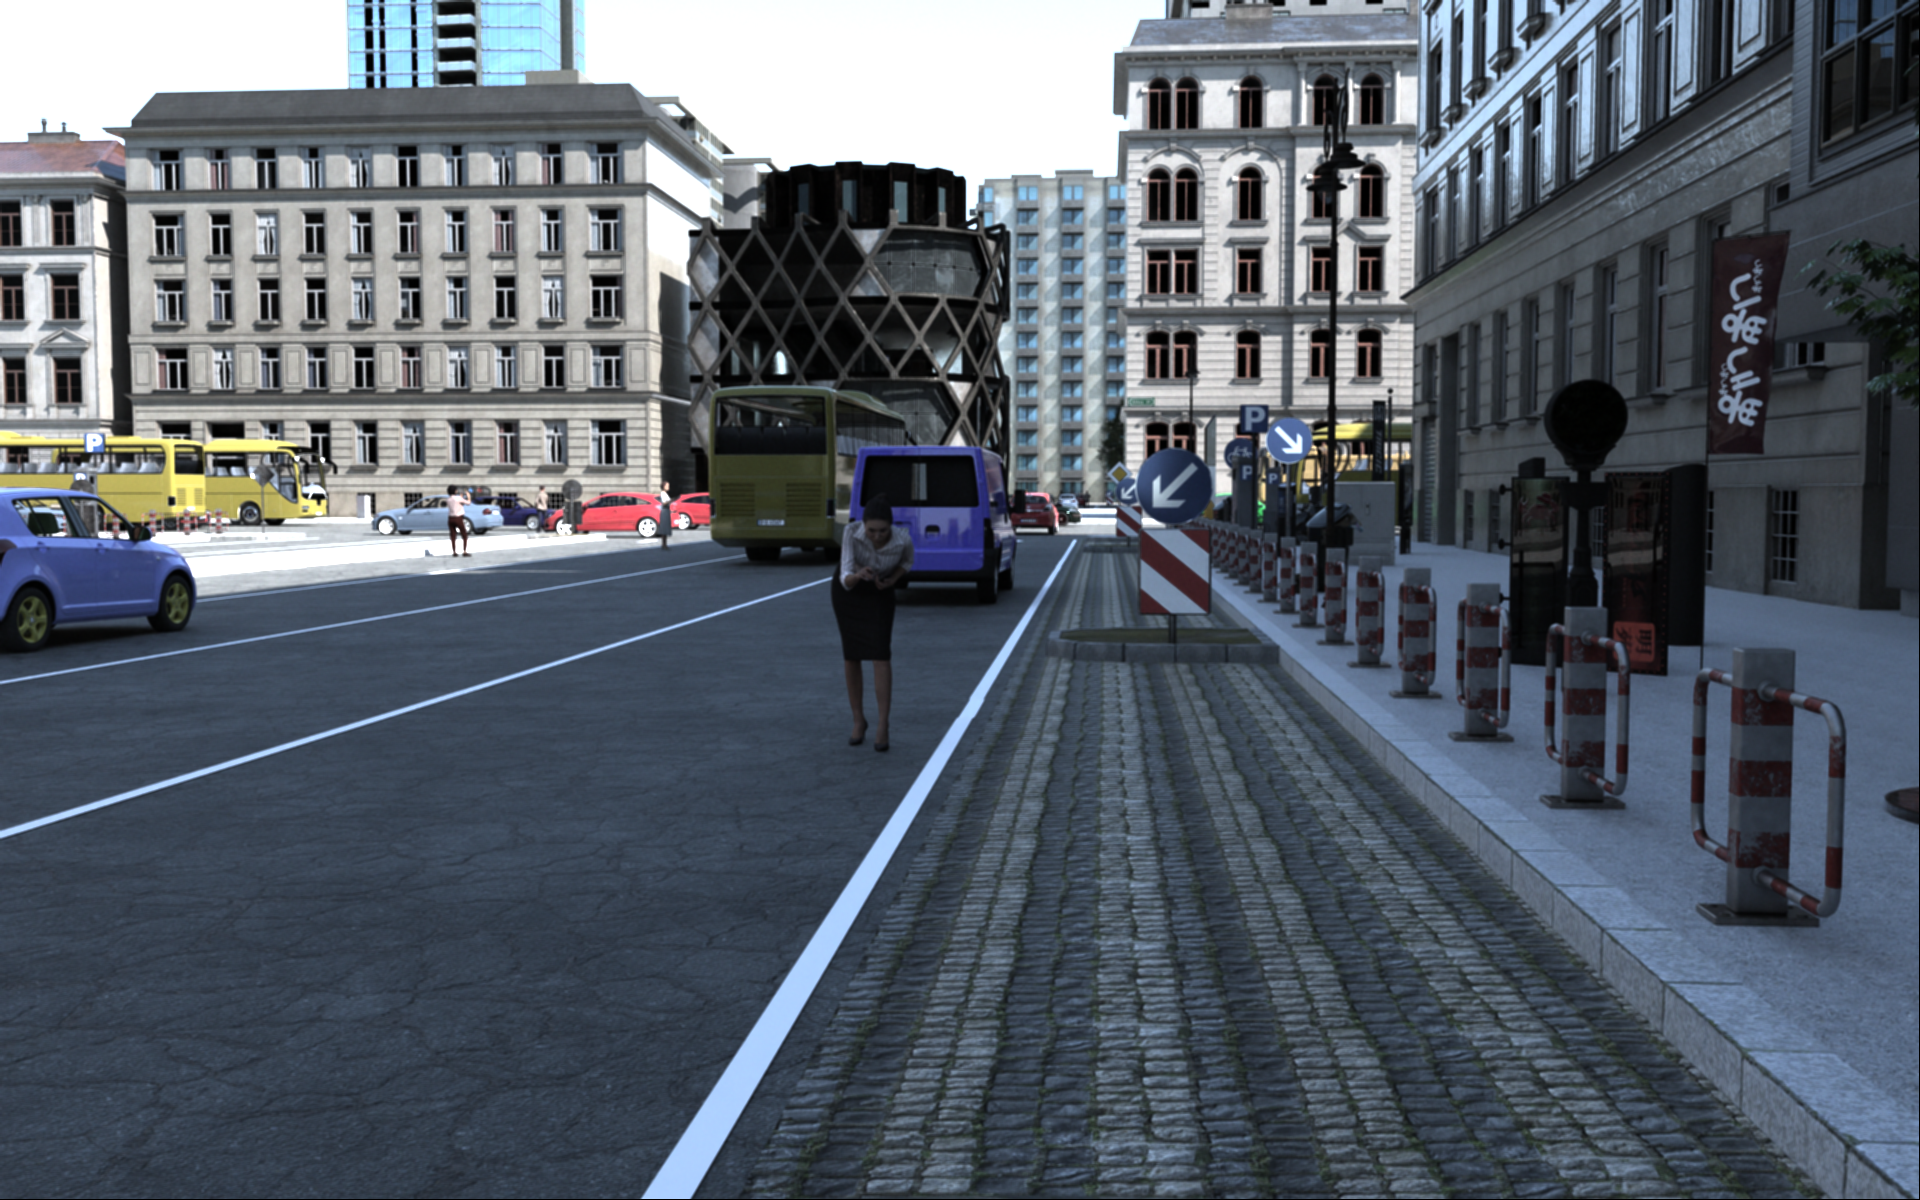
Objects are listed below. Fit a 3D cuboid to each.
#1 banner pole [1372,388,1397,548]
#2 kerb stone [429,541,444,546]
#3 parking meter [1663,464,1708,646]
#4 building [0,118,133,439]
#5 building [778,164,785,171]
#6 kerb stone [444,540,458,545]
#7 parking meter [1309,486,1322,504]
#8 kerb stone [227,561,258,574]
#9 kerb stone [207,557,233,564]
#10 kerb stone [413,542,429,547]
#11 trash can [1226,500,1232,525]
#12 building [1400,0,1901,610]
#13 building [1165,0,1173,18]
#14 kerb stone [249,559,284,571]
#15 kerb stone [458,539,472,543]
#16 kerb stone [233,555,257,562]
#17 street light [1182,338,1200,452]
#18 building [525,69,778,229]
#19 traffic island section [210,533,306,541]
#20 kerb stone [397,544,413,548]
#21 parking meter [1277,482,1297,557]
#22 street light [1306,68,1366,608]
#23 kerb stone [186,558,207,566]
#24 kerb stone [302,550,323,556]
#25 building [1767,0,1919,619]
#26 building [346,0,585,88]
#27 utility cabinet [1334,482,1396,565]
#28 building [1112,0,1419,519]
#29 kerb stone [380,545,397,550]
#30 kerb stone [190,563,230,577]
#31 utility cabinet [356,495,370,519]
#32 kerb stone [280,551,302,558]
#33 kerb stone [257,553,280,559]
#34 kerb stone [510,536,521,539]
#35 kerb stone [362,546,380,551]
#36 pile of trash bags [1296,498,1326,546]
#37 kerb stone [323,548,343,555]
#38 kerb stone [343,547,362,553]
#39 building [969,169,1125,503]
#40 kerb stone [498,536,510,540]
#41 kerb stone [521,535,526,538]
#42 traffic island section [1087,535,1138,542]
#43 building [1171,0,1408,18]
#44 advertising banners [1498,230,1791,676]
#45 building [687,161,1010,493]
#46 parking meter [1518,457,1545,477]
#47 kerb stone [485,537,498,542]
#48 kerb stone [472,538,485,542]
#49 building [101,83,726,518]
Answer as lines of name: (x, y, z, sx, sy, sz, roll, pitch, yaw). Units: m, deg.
banner pole: (9.993, -3.114, 40.930, 0.863, 3.779, 0.401, -3, 4, -38)
kerb stone: (-14.092, -1.468, 46.197, 0.120, 0.150, 1.000, 0, 4, 5)
parking meter: (6.148, -0.387, 14.744, 0.372, 1.533, 0.369, 0, 3, 0)
building: (-55.710, -16.061, 98.759, 21.152, 22.565, 11.583, 0, 4, 5)
building: (-29.439, -30.736, 194.410, 23.993, 40.220, 32.217, 0, 4, 5)
kerb stone: (-13.995, -1.530, 47.222, 0.120, 0.150, 1.000, 0, 4, 5)
parking meter: (10.861, -2.726, 52.987, 0.372, 1.533, 0.369, 0, 3, 0)
kerb stone: (-13.183, -0.576, 31.653, 0.120, 0.150, 1.000, 0, 4, 5)
kerb stone: (-15.022, -0.777, 34.902, 0.120, 0.150, 1.000, 0, 4, 5)
kerb stone: (-14.164, -1.401, 45.173, 0.120, 0.150, 1.000, 0, 4, 5)
trash can: (6.649, -1.788, 40.888, 0.748, 1.137, 0.748, 0, 3, 0)
building: (18.375, -12.157, 32.054, 16.112, 22.955, 30.059, 0, 4, 5)
building: (32.986, -39.690, 190.934, 21.231, 58.520, 28.212, 0, 4, 5)
kerb stone: (-13.106, -0.641, 32.678, 0.120, 0.150, 1.000, 0, 4, 5)
kerb stone: (-13.914, -1.592, 48.258, 0.120, 0.150, 1.000, 0, 4, 5)
kerb stone: (-14.946, -0.832, 35.926, 0.120, 0.150, 1.000, 0, 4, 5)
street light: (6.854, -4.808, 51.402, 0.468, 5.910, 1.993, 0, 4, 5)
building: (-35.564, -28.809, 162.915, 32.217, 40.220, 23.993, 0, 4, 5)
traffic island section: (-22.087, -1.993, 54.869, 2.009, 0.180, 2.903, 0, 4, 5)
kerb stone: (-14.259, -1.341, 44.143, 0.120, 0.150, 1.000, 0, 4, 5)
parking meter: (6.649, -1.640, 35.232, 0.372, 1.533, 0.369, 0, 3, 0)
street light: (4.174, -2.851, 19.399, 0.468, 5.910, 1.993, 0, 4, 5)
kerb stone: (-15.099, -0.714, 33.871, 0.120, 0.150, 1.000, 0, 4, 5)
kerb stone: (-14.680, -1.028, 39.003, 0.120, 0.150, 1.000, 0, 4, 5)
building: (13.992, -11.204, 2.258, 14.314, 24.678, 30.058, 0, 4, 5)
building: (-56.406, -54.302, 200.505, 31.000, 86.520, 22.319, 0, 4, 5)
utility cabinet: (7.223, -1.377, 31.193, 1.173, 1.500, 0.318, 0, 4, 8)
building: (20.050, -18.731, 93.636, 23.554, 28.519, 14.401, 0, 4, 5)
kerb stone: (-14.349, -1.279, 43.114, 0.120, 0.150, 1.000, 0, 4, 5)
kerb stone: (-13.268, -0.514, 30.625, 0.120, 0.150, 1.000, 0, 4, 5)
utility cabinet: (-30.768, -4.782, 89.346, 0.306, 1.237, 1.020, -3, 5, -42)
kerb stone: (-14.770, -0.960, 37.974, 0.120, 0.150, 1.000, 0, 4, 5)
kerb stone: (-14.850, -0.902, 36.949, 0.120, 0.150, 1.000, 0, 4, 5)
kerb stone: (-13.575, -1.845, 52.365, 0.120, 0.150, 1.000, 0, 4, 5)
kerb stone: (-14.423, -1.214, 42.085, 0.120, 0.150, 1.000, 0, 4, 5)
pile of trash bags: (9.690, -2.089, 43.915, 1.912, 1.369, 3.447, 3, 4, 37)
kerb stone: (-14.595, -1.091, 40.038, 0.120, 0.150, 1.000, 0, 4, 5)
kerb stone: (-14.507, -1.154, 41.060, 0.120, 0.150, 1.000, 0, 4, 5)
building: (16.847, -39.021, 257.602, 30.456, 49.044, 23.786, 0, 4, 5)
kerb stone: (-13.652, -1.782, 51.328, 0.120, 0.150, 1.000, 0, 4, 5)
kerb stone: (-13.490, -1.908, 53.388, 0.120, 0.150, 1.000, 0, 4, 5)
traffic island section: (4.861, -1.856, 52.633, 2.009, 0.180, 2.903, 0, 4, 5)
building: (34.643, -35.097, 163.073, 28.713, 52.752, 27.495, 0, 4, 5)
advertising banners: (4.800, -0.987, 12.321, 0.090, 3.025, 2.074, -3, 5, -42)
building: (-5.521, -14.069, 97.482, 16.811, 18.784, 16.820, 0, 4, 5)
parking meter: (9.176, -1.354, 27.854, 0.255, 1.863, 0.399, -1, 4, -21)
kerb stone: (-13.735, -1.719, 50.305, 0.120, 0.150, 1.000, 0, 4, 5)
kerb stone: (-13.821, -1.657, 49.281, 0.120, 0.150, 1.000, 0, 4, 5)
building: (-29.899, -16.260, 99.133, 30.059, 22.955, 16.112, 0, 4, 5)
